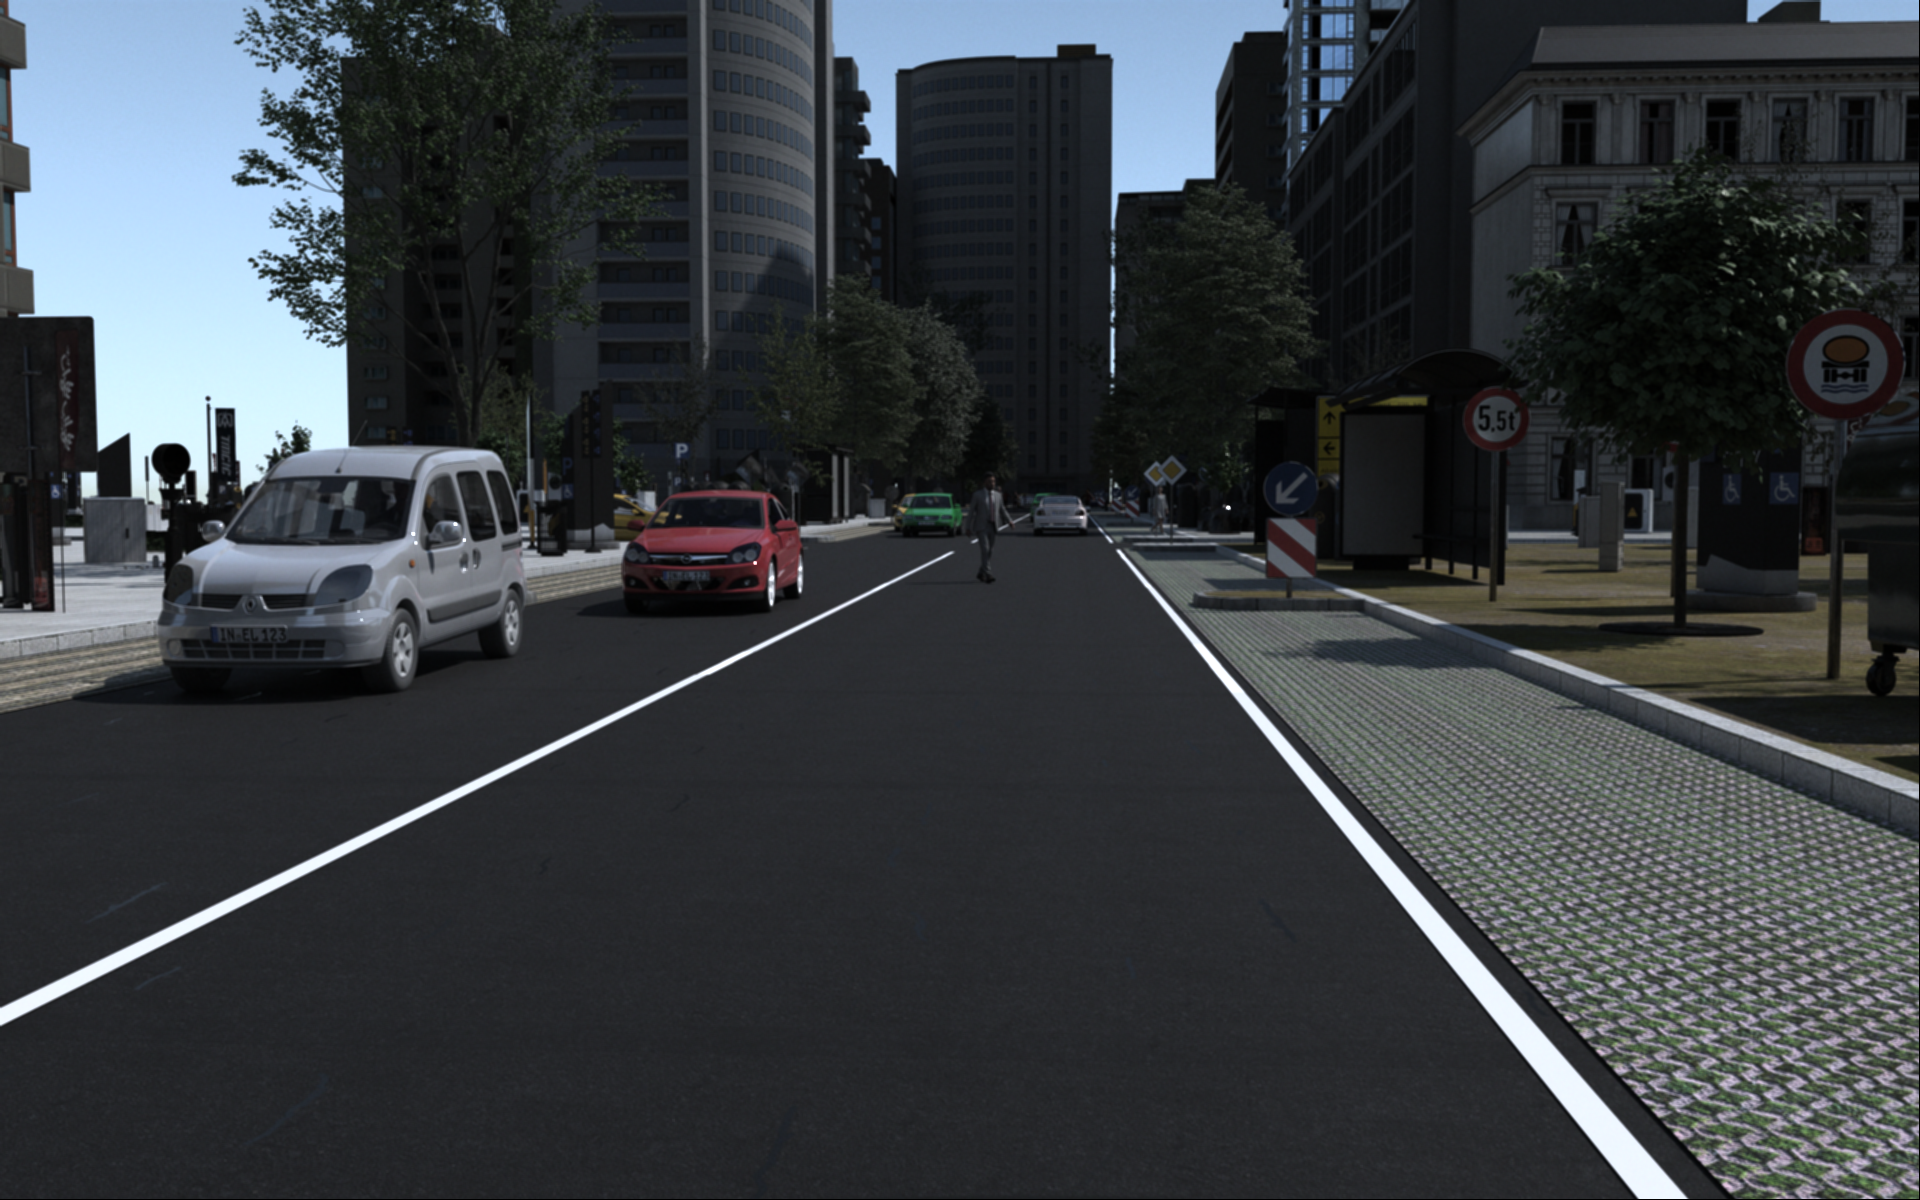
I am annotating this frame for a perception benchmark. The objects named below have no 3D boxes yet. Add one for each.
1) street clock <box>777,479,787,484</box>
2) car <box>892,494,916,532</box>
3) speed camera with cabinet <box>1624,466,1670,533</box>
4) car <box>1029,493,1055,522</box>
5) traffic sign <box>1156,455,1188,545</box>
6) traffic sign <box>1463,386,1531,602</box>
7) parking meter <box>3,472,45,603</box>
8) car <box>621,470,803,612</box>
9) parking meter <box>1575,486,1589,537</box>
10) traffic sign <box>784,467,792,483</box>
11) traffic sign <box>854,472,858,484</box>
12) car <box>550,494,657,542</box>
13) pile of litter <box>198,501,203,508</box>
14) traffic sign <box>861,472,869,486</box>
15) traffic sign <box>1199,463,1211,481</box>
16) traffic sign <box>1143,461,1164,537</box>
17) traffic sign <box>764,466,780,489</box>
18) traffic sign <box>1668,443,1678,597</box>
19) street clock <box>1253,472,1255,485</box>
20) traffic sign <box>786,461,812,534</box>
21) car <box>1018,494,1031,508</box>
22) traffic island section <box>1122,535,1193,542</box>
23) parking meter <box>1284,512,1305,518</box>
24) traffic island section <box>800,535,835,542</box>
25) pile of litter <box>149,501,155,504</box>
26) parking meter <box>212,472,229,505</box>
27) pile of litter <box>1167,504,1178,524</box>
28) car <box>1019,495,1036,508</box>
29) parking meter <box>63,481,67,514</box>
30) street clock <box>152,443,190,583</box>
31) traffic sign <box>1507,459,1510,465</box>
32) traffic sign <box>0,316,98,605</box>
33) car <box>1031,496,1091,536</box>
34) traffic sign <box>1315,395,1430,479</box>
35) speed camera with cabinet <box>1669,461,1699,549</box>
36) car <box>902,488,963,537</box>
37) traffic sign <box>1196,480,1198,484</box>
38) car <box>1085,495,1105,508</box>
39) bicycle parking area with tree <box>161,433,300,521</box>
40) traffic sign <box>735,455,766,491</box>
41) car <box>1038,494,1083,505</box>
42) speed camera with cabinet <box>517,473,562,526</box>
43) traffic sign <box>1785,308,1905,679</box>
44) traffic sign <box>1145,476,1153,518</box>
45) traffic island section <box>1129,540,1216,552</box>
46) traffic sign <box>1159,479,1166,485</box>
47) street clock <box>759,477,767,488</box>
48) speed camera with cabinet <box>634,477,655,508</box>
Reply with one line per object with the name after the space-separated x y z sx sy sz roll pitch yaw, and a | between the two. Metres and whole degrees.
-8.598 -4.831 83.560 0.471 2.002 0.358 2 4 27 | street clock
-1.551 -3.457 66.741 2.015 1.641 3.980 0 4 4 | car
22.764 -3.826 56.884 2.038 3.252 0.660 2 4 35 | speed camera with cabinet
4.524 -4.894 88.810 1.959 1.807 4.718 0 4 4 | car
5.373 -2.467 43.983 0.795 2.450 0.064 0 4 4 | traffic sign
6.367 -1.254 20.614 0.768 2.556 0.104 1 4 13 | traffic sign
-11.049 -0.903 20.470 0.399 1.863 0.255 0 4 -8 | parking meter
-3.115 -0.813 22.328 2.155 1.783 4.494 0 4 2 | car
18.790 -2.684 52.301 0.372 1.533 0.369 0 3 0 | parking meter
-7.803 -4.922 80.588 0.768 2.556 0.104 0 4 4 | traffic sign
-6.170 -5.998 98.171 0.768 2.556 0.104 1 4 12 | traffic sign
-9.394 -2.319 48.133 3.980 1.641 2.015 0 4 4 | car
-46.792 -5.634 106.082 1.719 0.858 1.176 2 4 28 | pile of litter
-5.396 -6.166 100.927 0.768 2.556 0.104 0 4 8 | traffic sign
10.330 -4.406 72.146 0.768 2.556 0.104 0 4 7 | traffic sign
5.884 -2.955 51.952 0.795 2.450 0.064 0 4 4 | traffic sign
-8.688 -4.857 79.417 0.884 2.594 0.081 1 4 13 | traffic sign
8.880 -1.306 21.466 0.768 2.556 0.104 1 4 12 | traffic sign
9.337 -3.019 53.932 0.358 2.002 0.471 -2 4 -28 | street clock
-4.887 -2.998 52.661 0.795 2.450 0.064 0 4 4 | traffic sign
6.995 -10.699 185.158 2.015 1.641 3.980 0 4 4 | car
5.908 -1.819 52.028 2.009 0.180 2.903 0 4 4 | traffic island section
6.811 -1.813 35.348 0.399 1.863 0.255 -1 4 -13 | parking meter
-4.911 -1.862 52.724 2.009 0.180 2.903 0 4 4 | traffic island section
-52.284 -5.969 111.564 1.719 0.858 1.176 -3 5 -42 | pile of litter
-19.524 -2.445 45.692 0.255 1.863 0.399 2 4 28 | parking meter
9.488 -3.682 74.161 1.176 0.858 1.719 0 4 1 | pile of litter
7.196 -10.237 179.731 2.083 1.381 4.827 0 4 4 | car
-40.415 -4.421 77.987 0.255 1.863 0.399 0 4 -8 | parking meter
-11.286 -1.239 24.825 0.358 2.002 0.471 2 4 28 | street clock
9.696 -1.957 32.006 0.884 2.594 0.081 0 4 7 | traffic sign
-11.035 -1.596 19.967 2.265 3.308 0.079 0 4 5 | traffic sign
3.522 -2.943 60.477 2.083 1.381 4.827 0 4 4 | car
8.483 -2.558 35.703 2.265 3.308 0.079 1 4 12 | traffic sign
17.556 -2.869 41.237 0.660 3.252 2.038 2 4 35 | speed camera with cabinet
-0.912 -3.057 58.771 1.959 1.807 4.718 0 4 5 | car
12.715 -5.843 95.540 0.884 2.594 0.081 1 4 9 | traffic sign
12.838 -9.256 163.909 1.945 1.354 3.894 0 4 2 | car
-33.069 -5.850 82.653 9.016 4.147 8.231 -3 5 -42 | bicycle parking area with tree
-5.398 -2.511 44.692 0.795 2.450 0.064 0 4 4 | traffic sign
4.485 -4.135 77.390 2.009 1.686 4.222 0 4 2 | car
-16.856 -4.623 69.926 2.038 3.252 0.660 1 4 13 | speed camera with cabinet
6.070 -0.725 11.961 0.768 2.556 0.104 1 4 9 | traffic sign
10.265 -5.664 92.708 0.768 2.556 0.104 1 4 13 | traffic sign
5.397 -1.332 44.059 2.009 0.180 2.903 0 4 4 | traffic island section
9.998 -5.166 86.598 0.606 2.300 0.079 1 4 13 | traffic sign
-8.522 -4.294 74.772 0.358 2.002 0.471 1 4 11 | street clock
-19.319 -6.745 104.612 0.660 3.252 2.038 2 4 32 | speed camera with cabinet
